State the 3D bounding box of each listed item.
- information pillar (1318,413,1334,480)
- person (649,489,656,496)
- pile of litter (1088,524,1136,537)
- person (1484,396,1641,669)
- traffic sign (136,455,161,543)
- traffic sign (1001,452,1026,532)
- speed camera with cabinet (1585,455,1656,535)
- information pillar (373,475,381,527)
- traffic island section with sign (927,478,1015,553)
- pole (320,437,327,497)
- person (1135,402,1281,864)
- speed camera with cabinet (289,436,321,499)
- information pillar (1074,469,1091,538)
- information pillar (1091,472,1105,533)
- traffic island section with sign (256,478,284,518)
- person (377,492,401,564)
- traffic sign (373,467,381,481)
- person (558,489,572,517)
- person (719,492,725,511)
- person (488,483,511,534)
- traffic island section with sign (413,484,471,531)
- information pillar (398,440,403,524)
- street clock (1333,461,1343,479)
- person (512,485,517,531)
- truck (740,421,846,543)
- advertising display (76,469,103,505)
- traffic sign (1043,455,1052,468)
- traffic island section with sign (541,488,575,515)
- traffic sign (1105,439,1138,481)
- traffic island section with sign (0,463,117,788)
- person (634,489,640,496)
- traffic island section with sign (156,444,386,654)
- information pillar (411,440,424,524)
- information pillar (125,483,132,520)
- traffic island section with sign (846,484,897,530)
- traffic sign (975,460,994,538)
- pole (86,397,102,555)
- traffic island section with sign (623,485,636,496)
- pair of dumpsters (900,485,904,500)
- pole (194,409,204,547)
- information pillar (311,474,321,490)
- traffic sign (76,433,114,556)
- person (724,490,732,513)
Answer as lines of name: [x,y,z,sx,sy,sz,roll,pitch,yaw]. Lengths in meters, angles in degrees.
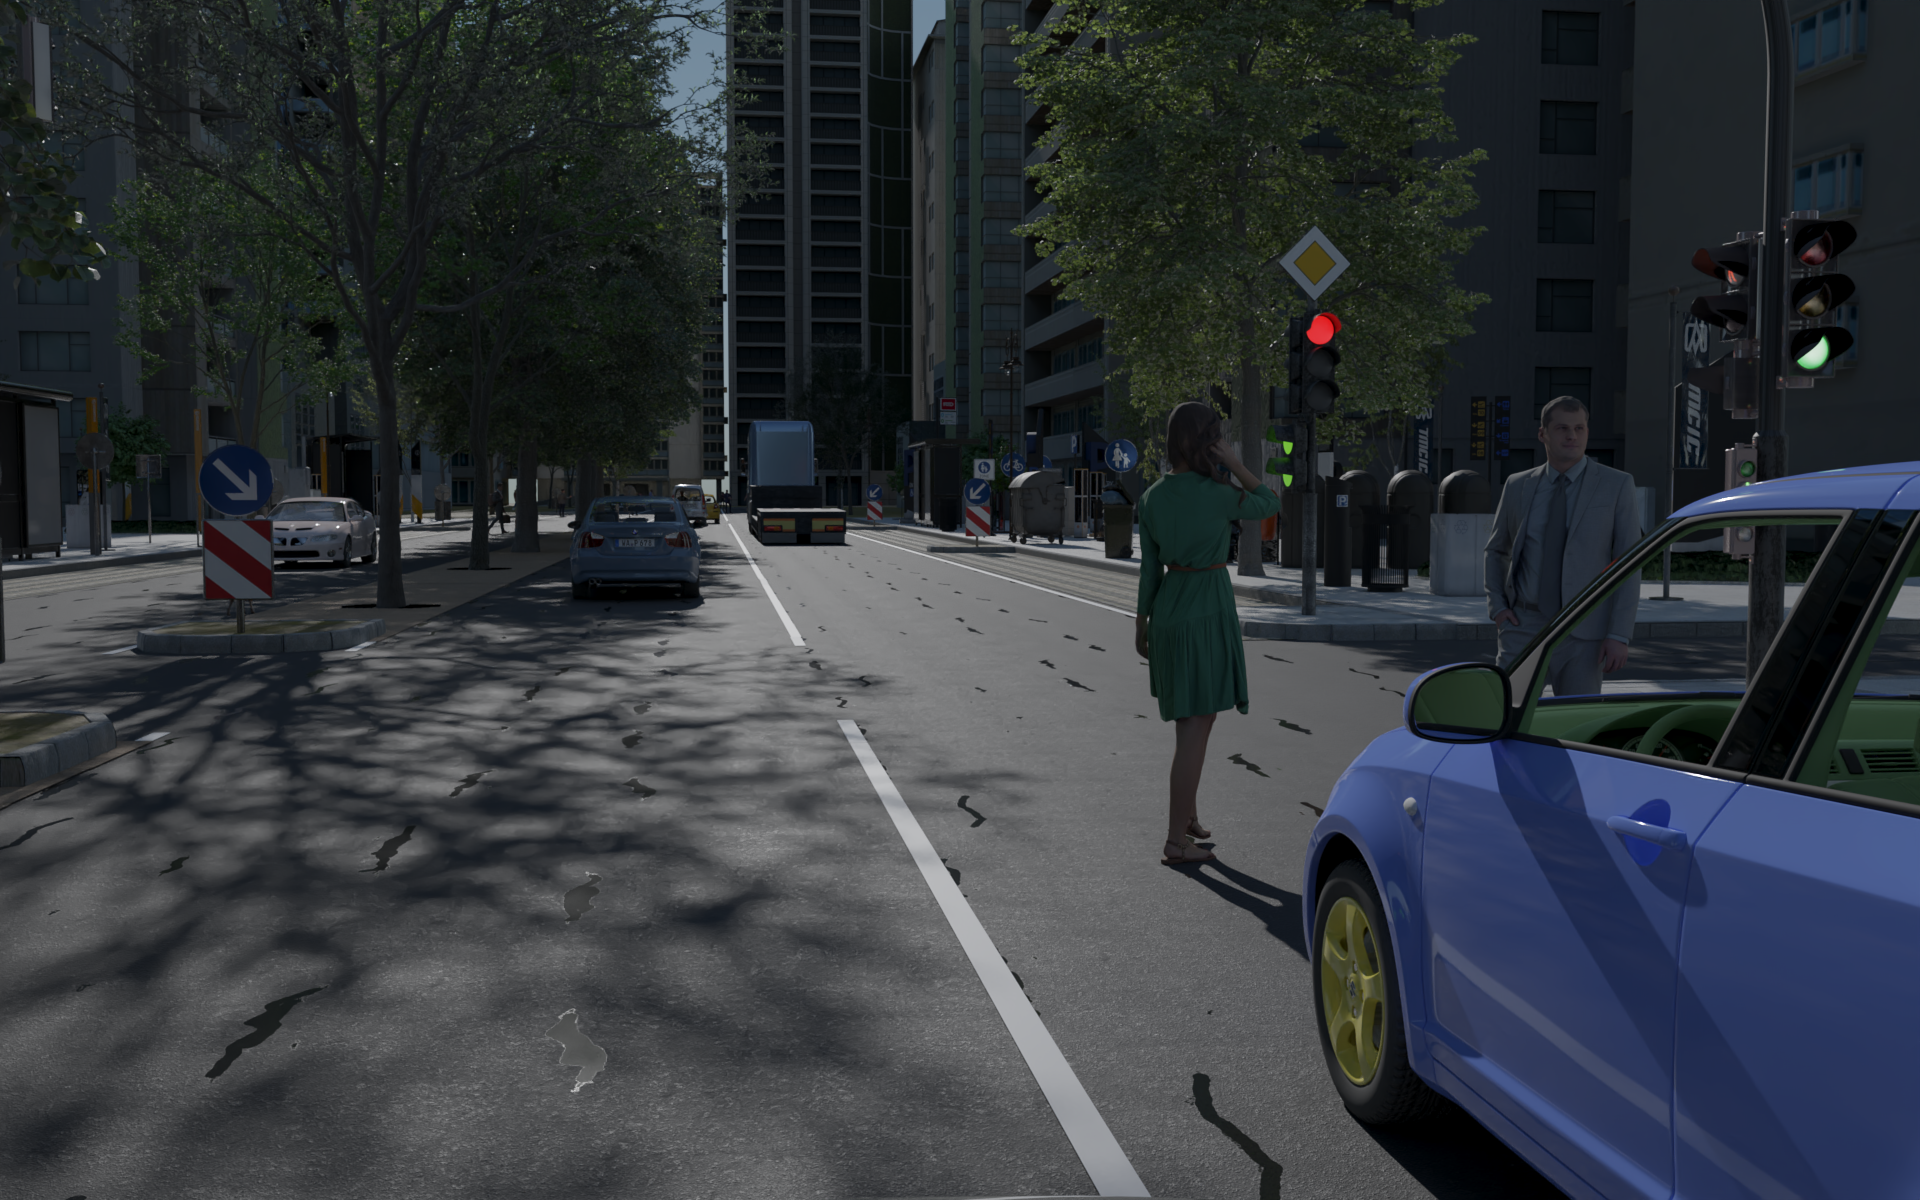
information pillar: [7.311,-2.645,34.599,0.183,3.616,0.504,-1,4,-17]
person: [-27.474,-8.955,154.777,0.599,1.838,0.709,-1,4,-10]
pile of litter: [4.602,-2.306,51.671,1.176,0.858,1.719,-3,5,-45]
person: [2.351,0.107,6.846,0.635,1.810,0.391,2,4,27]
traffic sign: [-21.084,-2.624,45.030,0.606,2.300,0.079,0,4,-8]
traffic sign: [1.623,-3.237,53.024,0.768,2.556,0.104,0,4,-4]
speed camera with cabinet: [15.164,-2.826,40.534,2.038,3.252,0.660,3,5,42]
information pillar: [-22.367,-3.805,66.706,0.304,2.012,0.304,-3,5,-39]
traffic island section with sign: [0.212,-2.086,42.733,1.989,1.847,2.006,-1,4,-8]
pole: [-22.845,-4.182,62.220,0.158,3.312,0.155,0,3,0]
person: [0.912,0.114,6.879,0.600,1.795,0.529,2,4,35]
speed camera with cabinet: [-22.766,-4.027,60.179,0.660,3.252,2.038,0,4,-6]
information pillar: [3.510,-2.802,50.307,0.304,2.012,0.304,3,4,36]
information pillar: [4.536,-3.250,57.635,0.304,2.012,0.304,3,5,43]
traffic island section with sign: [-16.346,-1.970,40.843,1.989,1.847,2.006,-1,4,-8]
person: [-11.660,-1.637,35.439,0.511,1.800,0.466,2,4,24]
traffic sign: [-23.275,-4.281,69.993,0.884,2.594,0.081,0,4,-1]
person: [-24.545,-6.029,107.608,0.750,1.759,0.617,-3,5,-42]
person: [-20.176,-8.366,146.760,0.593,1.643,0.415,-1,4,-14]
person: [-16.708,-3.313,62.632,0.822,1.834,0.622,0,4,-6]
traffic island section with sign: [-20.170,-3.602,67.527,1.989,1.847,2.006,-1,4,-8]
information pillar: [-24.355,-5.135,75.306,0.183,3.616,0.504,0,4,-1]
street clock: [7.988,-2.004,37.336,0.358,2.002,0.471,-3,5,-42]
person: [-17.131,-3.595,67.257,0.573,1.828,0.580,-3,4,-36]
truck: [-5.749,-4.183,58.154,2.967,4.110,18.799,0,4,-8]
advertising display: [-22.785,-2.458,45.396,0.974,1.923,0.123,2,4,30]
traffic sign: [2.601,-3.431,56.207,0.768,2.556,0.104,0,4,-7]
traffic island section with sign: [-27.310,-6.650,117.361,1.989,1.847,2.006,-1,4,-8]
traffic sign: [3.728,-2.451,40.183,0.768,2.556,0.104,0,4,-5]
traffic island section with sign: [-5.676,-0.065,9.196,2.006,1.907,1.989,-1,4,-8]
person: [-21.980,-6.633,117.043,1.348,1.812,0.705,0,4,-6]
traffic island section with sign: [-6.718,-0.513,16.530,2.006,1.907,1.989,-1,4,-8]
information pillar: [-23.528,-5.118,75.035,0.504,3.616,0.183,1,4,18]
information pillar: [-30.262,-4.374,62.865,0.504,3.616,0.183,3,4,39]
traffic island section with sign: [-3.602,-3.718,69.418,1.989,1.847,2.006,-1,4,-8]
traffic sign: [0.706,-2.970,50.690,0.606,2.300,0.079,0,4,-5]
pole: [-18.291,-2.613,36.567,0.158,3.312,0.155,0,3,0]
traffic island section with sign: [-17.386,-5.063,90.910,2.006,1.907,1.989,-1,4,-8]
pair of dumpsters: [-1.836,-4.896,82.535,1.574,2.255,4.437,0,4,-8]
pole: [-18.305,-2.926,41.676,0.158,3.312,0.155,0,3,0]
information pillar: [-23.669,-3.631,63.853,0.304,2.012,0.304,2,4,33]
traffic sign: [-17.916,-2.189,35.890,0.768,2.556,0.104,0,4,-4]
person: [-17.076,-7.277,127.928,0.568,1.767,0.683,3,5,44]
